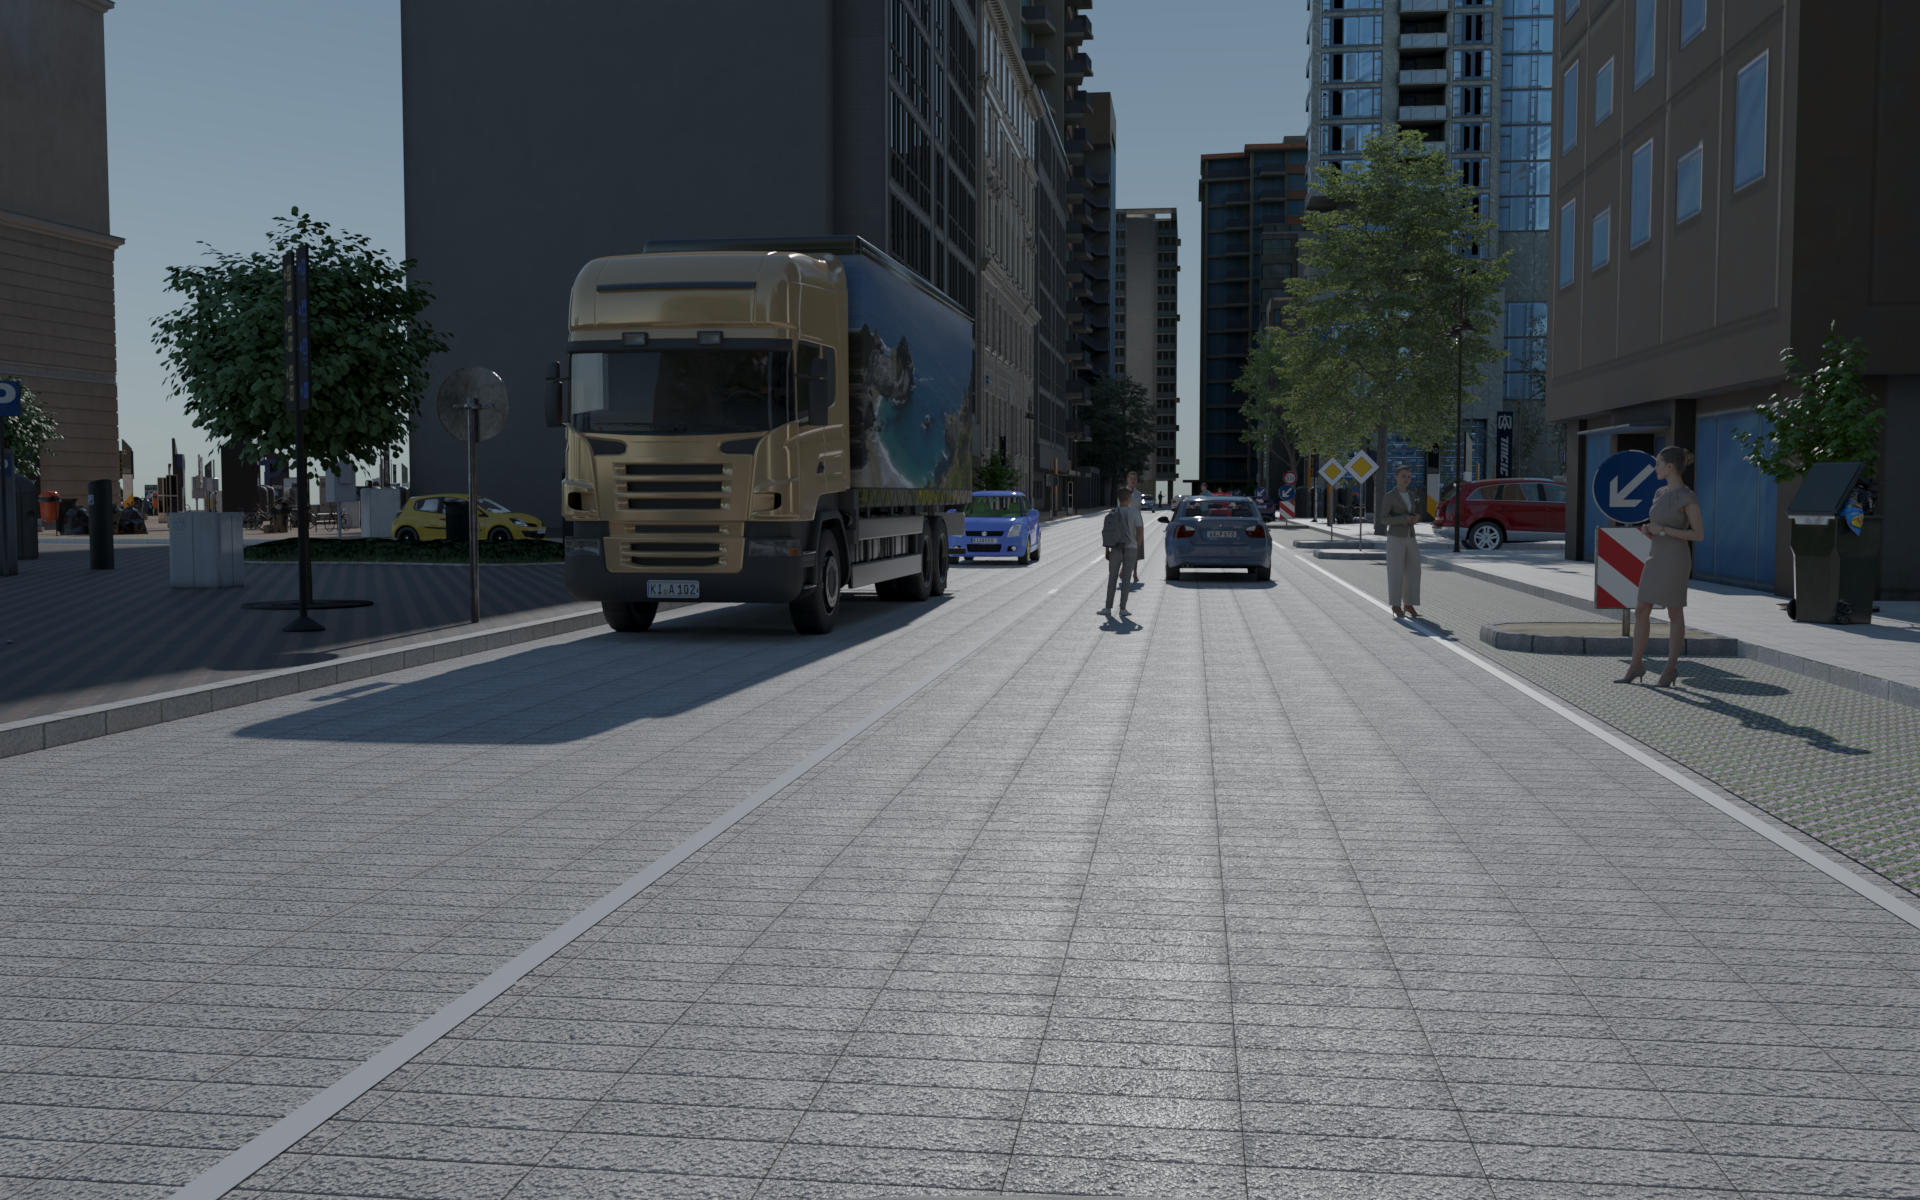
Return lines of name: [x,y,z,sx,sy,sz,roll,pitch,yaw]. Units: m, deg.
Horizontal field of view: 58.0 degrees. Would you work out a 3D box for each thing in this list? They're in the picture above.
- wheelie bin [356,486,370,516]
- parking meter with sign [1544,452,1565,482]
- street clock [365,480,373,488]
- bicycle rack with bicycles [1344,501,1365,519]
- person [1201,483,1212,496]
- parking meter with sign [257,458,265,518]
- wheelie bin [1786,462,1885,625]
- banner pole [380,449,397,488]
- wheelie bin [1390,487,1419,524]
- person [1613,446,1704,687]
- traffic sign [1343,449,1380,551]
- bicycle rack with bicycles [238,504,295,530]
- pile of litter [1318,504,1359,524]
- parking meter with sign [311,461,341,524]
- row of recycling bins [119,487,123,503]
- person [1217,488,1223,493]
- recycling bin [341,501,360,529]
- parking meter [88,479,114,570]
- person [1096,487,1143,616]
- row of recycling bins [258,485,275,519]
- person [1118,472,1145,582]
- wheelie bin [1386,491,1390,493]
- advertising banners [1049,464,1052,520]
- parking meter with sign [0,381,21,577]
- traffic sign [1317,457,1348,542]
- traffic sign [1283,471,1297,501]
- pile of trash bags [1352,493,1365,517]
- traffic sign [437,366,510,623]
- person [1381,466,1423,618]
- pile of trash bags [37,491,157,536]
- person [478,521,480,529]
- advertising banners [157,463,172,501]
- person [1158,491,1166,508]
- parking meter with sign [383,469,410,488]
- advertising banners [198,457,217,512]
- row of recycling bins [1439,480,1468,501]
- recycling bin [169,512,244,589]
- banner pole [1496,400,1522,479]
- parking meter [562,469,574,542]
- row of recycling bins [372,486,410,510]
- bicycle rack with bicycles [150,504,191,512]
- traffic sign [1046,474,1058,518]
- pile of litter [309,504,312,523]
wheelie bin: [-23.157,-3.619,67.084,0.693,1.594,0.980,2,4,32]
parking meter with sign: [24.531,-4.609,71.619,1.738,3.016,0.543,-2,4,-28]
street clock: [-30.250,-5.143,88.651,0.358,2.002,0.471,-3,5,-39]
bicycle rack with bicycles: [20.867,-4.621,88.934,2.925,0.926,2.852,-1,4,-17]
person: [8.844,-3.260,61.826,0.620,1.820,0.660,-2,4,-35]
parking meter with sign: [-30.232,-4.715,73.358,1.738,3.016,0.543,2,4,27]
wheelie bin: [8.718,-0.573,17.277,0.693,1.594,0.980,-1,4,-18]
banner pole: [-25.310,-5.271,76.191,0.401,3.779,0.863,1,4,19]
wheelie bin: [19.256,-4.077,74.574,0.980,1.594,0.693,-1,4,-16]
person: [5.168,-0.242,12.790,0.374,1.781,0.599,-1,4,-17]
traffic sign: [8.969,-2.147,38.747,0.795,2.450,0.064,0,4,8]
bicycle rack with bicycles: [-24.844,-2.978,62.075,2.925,0.926,2.852,0,4,-7]
pile of litter: [16.332,-3.715,74.699,1.719,0.858,1.176,1,4,21]
parking meter with sign: [-26.741,-4.719,73.415,1.738,3.016,0.543,1,4,21]
row of recycling bins: [-39.478,-4.459,80.013,1.069,1.692,3.534,0,4,-8]
person: [17.133,-6.486,114.458,0.656,1.842,0.836,-1,4,-14]
recycling bin: [-22.850,-3.197,64.818,0.722,1.027,0.722,-1,4,-17]
parking meter: [-14.669,-1.295,29.577,0.372,1.533,0.369,0,3,0]
person: [1.878,-0.571,20.424,0.503,1.515,0.523,-1,4,-19]
row of recycling bins: [-33.152,-4.527,81.134,1.069,1.692,3.534,0,4,5]
person: [2.791,-1.214,28.579,0.478,1.798,0.641,-1,4,-10]
wheelie bin: [27.695,-6.326,111.332,0.693,1.594,0.980,1,4,22]
advertising banners: [4.440,-5.436,85.060,0.090,3.025,2.074,0,4,5]
parking meter with sign: [-15.168,-1.904,27.393,0.543,3.016,1.738,-2,4,-31]
traffic sign: [10.024,-2.631,46.662,0.795,2.450,0.064,0,4,8]
traffic sign: [18.403,-5.902,96.596,0.768,2.556,0.104,1,4,12]
pile of trash bags: [22.875,-5.397,97.992,1.912,1.369,3.447,-1,4,-11]
traffic sign: [-4.840,-1.046,17.209,0.768,2.556,0.104,1,4,9]
person: [5.133,-0.671,20.026,0.519,1.759,0.362,-2,4,-28]
pile of trash bags: [-27.300,-2.717,54.170,1.912,1.369,3.447,1,4,19]
person: [-12.393,-1.853,43.817,0.505,1.210,0.382,-1,4,-16]
advertising banners: [-44.915,-6.219,97.873,0.090,3.025,2.074,0,4,-3]
person: [20.824,-10.372,178.610,0.750,1.759,0.617,-1,4,-17]
parking meter with sign: [-38.470,-7.434,117.802,1.738,3.016,0.543,1,4,18]
advertising banners: [-35.033,-5.165,80.629,0.090,3.025,2.074,-3,5,-43]
row of recycling bins: [15.794,-2.645,50.351,3.534,1.692,1.069,-1,4,-13]
recycling bin: [-10.361,-0.690,23.830,0.722,1.027,0.722,0,4,4]
banner pole: [14.609,-3.426,46.026,0.863,3.779,0.401,-1,4,-9]
parking meter: [-8.971,-2.074,39.626,0.255,1.863,0.399,-1,4,-12]
row of recycling bins: [-30.081,-5.207,92.244,3.534,1.692,1.069,2,4,26]
bicycle rack with bicycles: [-50.880,-6.003,111.537,2.925,0.926,2.852,0,4,7]
traffic sign: [4.696,-5.277,88.403,0.606,2.300,0.079,1,4,17]
pile of litter: [-29.254,-3.941,78.401,1.719,0.858,1.176,2,4,28]
